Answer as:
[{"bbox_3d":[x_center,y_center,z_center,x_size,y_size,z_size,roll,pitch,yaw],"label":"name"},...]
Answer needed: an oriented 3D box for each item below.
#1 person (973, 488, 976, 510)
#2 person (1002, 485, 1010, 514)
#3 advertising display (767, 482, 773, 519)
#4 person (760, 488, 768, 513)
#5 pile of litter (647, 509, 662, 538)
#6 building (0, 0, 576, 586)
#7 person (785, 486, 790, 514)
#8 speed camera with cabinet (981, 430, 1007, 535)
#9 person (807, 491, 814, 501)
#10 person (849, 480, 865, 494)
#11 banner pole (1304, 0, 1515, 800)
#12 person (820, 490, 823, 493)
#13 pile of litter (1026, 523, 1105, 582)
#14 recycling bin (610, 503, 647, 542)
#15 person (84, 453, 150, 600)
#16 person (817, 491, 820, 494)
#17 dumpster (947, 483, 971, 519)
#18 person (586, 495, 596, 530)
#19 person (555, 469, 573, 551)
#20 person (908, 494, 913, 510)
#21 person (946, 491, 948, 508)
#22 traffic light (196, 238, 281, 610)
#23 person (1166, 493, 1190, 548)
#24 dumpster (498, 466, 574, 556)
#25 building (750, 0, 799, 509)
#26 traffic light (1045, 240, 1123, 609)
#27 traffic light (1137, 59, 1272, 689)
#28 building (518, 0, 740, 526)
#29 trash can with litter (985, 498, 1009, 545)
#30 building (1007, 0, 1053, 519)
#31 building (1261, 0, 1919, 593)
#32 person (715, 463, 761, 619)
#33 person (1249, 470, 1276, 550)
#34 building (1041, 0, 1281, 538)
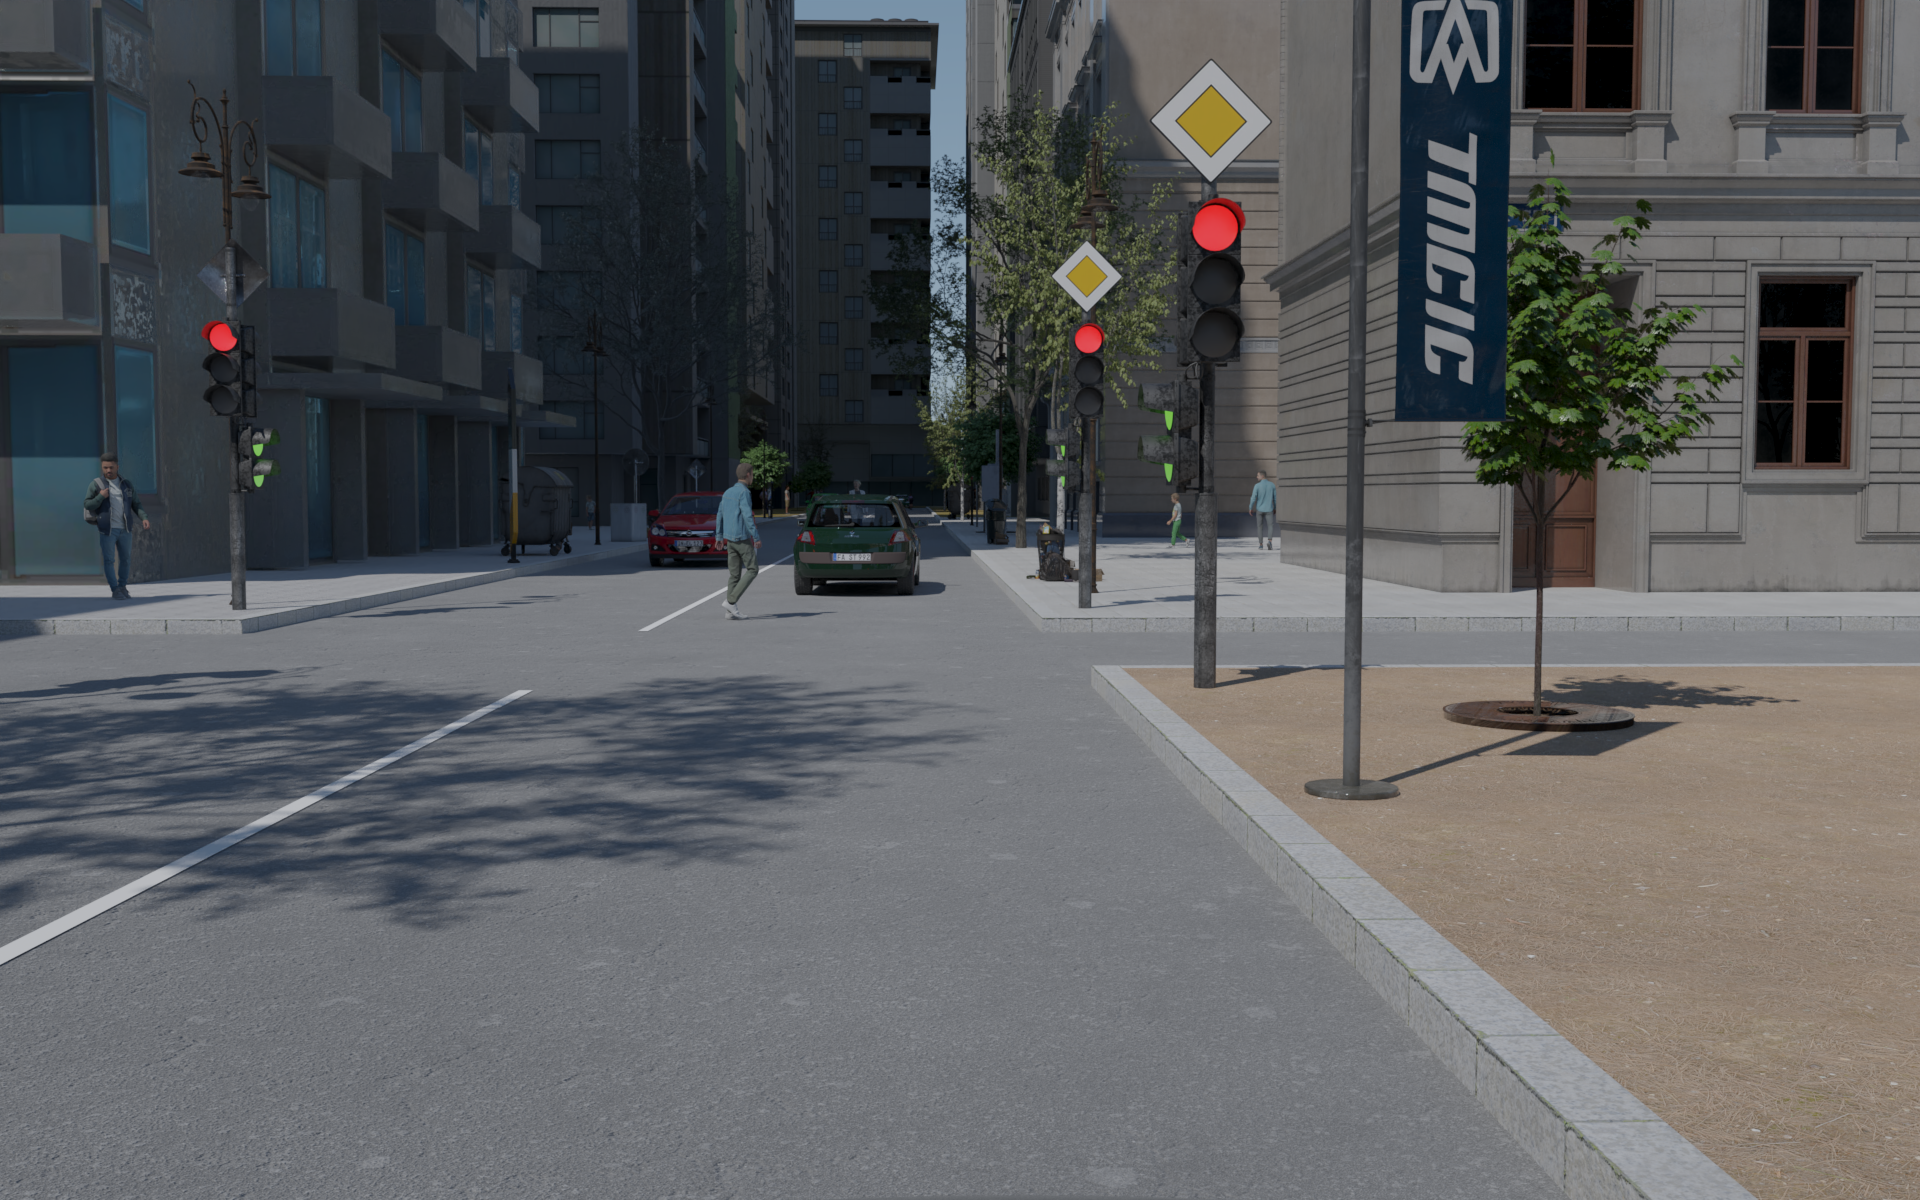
[{"bbox_3d":[1.291,-7.936,136.622,0.721,1.723,1.217,0,4,-6],"label":"person"},{"bbox_3d":[1.775,-4.105,73.513,0.694,1.780,0.624,3,5,40],"label":"person"},{"bbox_3d":[-9.901,-5.212,90.425,0.123,1.923,0.974,-1,4,-18],"label":"advertising display"},{"bbox_3d":[-13.025,-6.650,115.711,0.436,1.711,0.756,-3,5,-41],"label":"person"},{"bbox_3d":[-9.225,-2.264,50.976,1.176,0.858,1.719,0,3,0],"label":"pile of litter"},{"bbox_3d":[-21.681,-25.421,35.238,23.786,49.044,30.456,0,4,-2],"label":"building"},{"bbox_3d":[-10.928,-6.352,109.895,0.705,1.824,1.348,0,4,-3],"label":"person"},{"bbox_3d":[1.057,-3.643,53.903,0.660,3.252,2.038,0,4,8],"label":"speed camera with cabinet"},{"bbox_3d":[-13.351,-9.217,156.672,1.348,1.831,0.705,0,4,-2],"label":"person"},{"bbox_3d":[-3.001,-2.543,49.953,0.514,1.842,0.818,-3,5,-41],"label":"person"},{"bbox_3d":[1.912,-1.058,7.319,0.863,3.779,0.401,0,4,3],"label":"banner pole"},{"bbox_3d":[-13.662,-10.038,171.090,0.530,1.710,0.541,3,5,44],"label":"person"},{"bbox_3d":[1.583,-0.731,25.924,1.176,0.858,1.719,0,4,2],"label":"pile of litter"},{"bbox_3d":[-8.959,-2.096,46.828,0.722,1.027,0.722,1,4,23],"label":"recycling bin"},{"bbox_3d":[-10.278,-0.896,21.043,0.721,1.781,0.623,2,4,32],"label":"person"},{"bbox_3d":[-13.614,-9.696,165.239,0.621,1.740,0.551,-1,4,-19],"label":"person"},{"bbox_3d":[-0.029,-5.068,88.621,1.264,1.857,1.865,0,4,-2],"label":"dumpster"},{"bbox_3d":[-13.156,-3.121,61.757,0.332,1.250,0.352,1,4,22],"label":"person"},{"bbox_3d":[-8.984,-2.011,38.891,0.622,1.834,0.822,1,4,13],"label":"person"},{"bbox_3d":[-4.480,-8.919,157.561,0.421,1.427,0.697,-1,4,-14],"label":"person"},{"bbox_3d":[-1.011,-9.083,154.681,0.705,1.807,1.348,-2,4,-24],"label":"person"},{"bbox_3d":[-7.972,-1.844,19.078,0.839,4.253,0.868,0,4,-2],"label":"traffic light"},{"bbox_3d":[5.184,-1.885,41.103,0.590,1.304,0.306,0,4,-7],"label":"person"},{"bbox_3d":[-8.918,-1.876,36.430,1.264,1.857,1.865,0,4,-1],"label":"dumpster"},{"bbox_3d":[-25.711,-43.904,156.087,20.611,71.187,20.563,0,4,-2],"label":"building"},{"bbox_3d":[1.386,-1.861,19.349,0.839,4.253,0.868,0,4,-2],"label":"traffic light"},{"bbox_3d":[1.604,-1.373,11.367,0.839,4.253,0.868,0,4,-2],"label":"traffic light"},{"bbox_3d":[-17.203,-23.859,73.690,14.154,41.232,14.086,0,4,-2],"label":"building"},{"bbox_3d":[1.030,-2.006,44.179,0.624,1.170,1.055,-1,4,-16],"label":"trash can with litter"},{"bbox_3d":[9.964,-17.690,82.743,14.314,27.812,24.014,0,4,-2],"label":"building"},{"bbox_3d":[15.858,-11.674,27.022,21.152,22.565,11.583,0,4,-2],"label":"building"},{"bbox_3d":[-2.541,-0.665,19.717,0.444,1.785,0.601,-2,4,-32],"label":"person"},{"bbox_3d":[6.959,-2.069,39.727,0.638,1.841,0.748,1,4,9],"label":"person"},{"bbox_3d":[10.132,-16.758,59.892,13.634,28.700,20.117,0,4,-2],"label":"building"}]
